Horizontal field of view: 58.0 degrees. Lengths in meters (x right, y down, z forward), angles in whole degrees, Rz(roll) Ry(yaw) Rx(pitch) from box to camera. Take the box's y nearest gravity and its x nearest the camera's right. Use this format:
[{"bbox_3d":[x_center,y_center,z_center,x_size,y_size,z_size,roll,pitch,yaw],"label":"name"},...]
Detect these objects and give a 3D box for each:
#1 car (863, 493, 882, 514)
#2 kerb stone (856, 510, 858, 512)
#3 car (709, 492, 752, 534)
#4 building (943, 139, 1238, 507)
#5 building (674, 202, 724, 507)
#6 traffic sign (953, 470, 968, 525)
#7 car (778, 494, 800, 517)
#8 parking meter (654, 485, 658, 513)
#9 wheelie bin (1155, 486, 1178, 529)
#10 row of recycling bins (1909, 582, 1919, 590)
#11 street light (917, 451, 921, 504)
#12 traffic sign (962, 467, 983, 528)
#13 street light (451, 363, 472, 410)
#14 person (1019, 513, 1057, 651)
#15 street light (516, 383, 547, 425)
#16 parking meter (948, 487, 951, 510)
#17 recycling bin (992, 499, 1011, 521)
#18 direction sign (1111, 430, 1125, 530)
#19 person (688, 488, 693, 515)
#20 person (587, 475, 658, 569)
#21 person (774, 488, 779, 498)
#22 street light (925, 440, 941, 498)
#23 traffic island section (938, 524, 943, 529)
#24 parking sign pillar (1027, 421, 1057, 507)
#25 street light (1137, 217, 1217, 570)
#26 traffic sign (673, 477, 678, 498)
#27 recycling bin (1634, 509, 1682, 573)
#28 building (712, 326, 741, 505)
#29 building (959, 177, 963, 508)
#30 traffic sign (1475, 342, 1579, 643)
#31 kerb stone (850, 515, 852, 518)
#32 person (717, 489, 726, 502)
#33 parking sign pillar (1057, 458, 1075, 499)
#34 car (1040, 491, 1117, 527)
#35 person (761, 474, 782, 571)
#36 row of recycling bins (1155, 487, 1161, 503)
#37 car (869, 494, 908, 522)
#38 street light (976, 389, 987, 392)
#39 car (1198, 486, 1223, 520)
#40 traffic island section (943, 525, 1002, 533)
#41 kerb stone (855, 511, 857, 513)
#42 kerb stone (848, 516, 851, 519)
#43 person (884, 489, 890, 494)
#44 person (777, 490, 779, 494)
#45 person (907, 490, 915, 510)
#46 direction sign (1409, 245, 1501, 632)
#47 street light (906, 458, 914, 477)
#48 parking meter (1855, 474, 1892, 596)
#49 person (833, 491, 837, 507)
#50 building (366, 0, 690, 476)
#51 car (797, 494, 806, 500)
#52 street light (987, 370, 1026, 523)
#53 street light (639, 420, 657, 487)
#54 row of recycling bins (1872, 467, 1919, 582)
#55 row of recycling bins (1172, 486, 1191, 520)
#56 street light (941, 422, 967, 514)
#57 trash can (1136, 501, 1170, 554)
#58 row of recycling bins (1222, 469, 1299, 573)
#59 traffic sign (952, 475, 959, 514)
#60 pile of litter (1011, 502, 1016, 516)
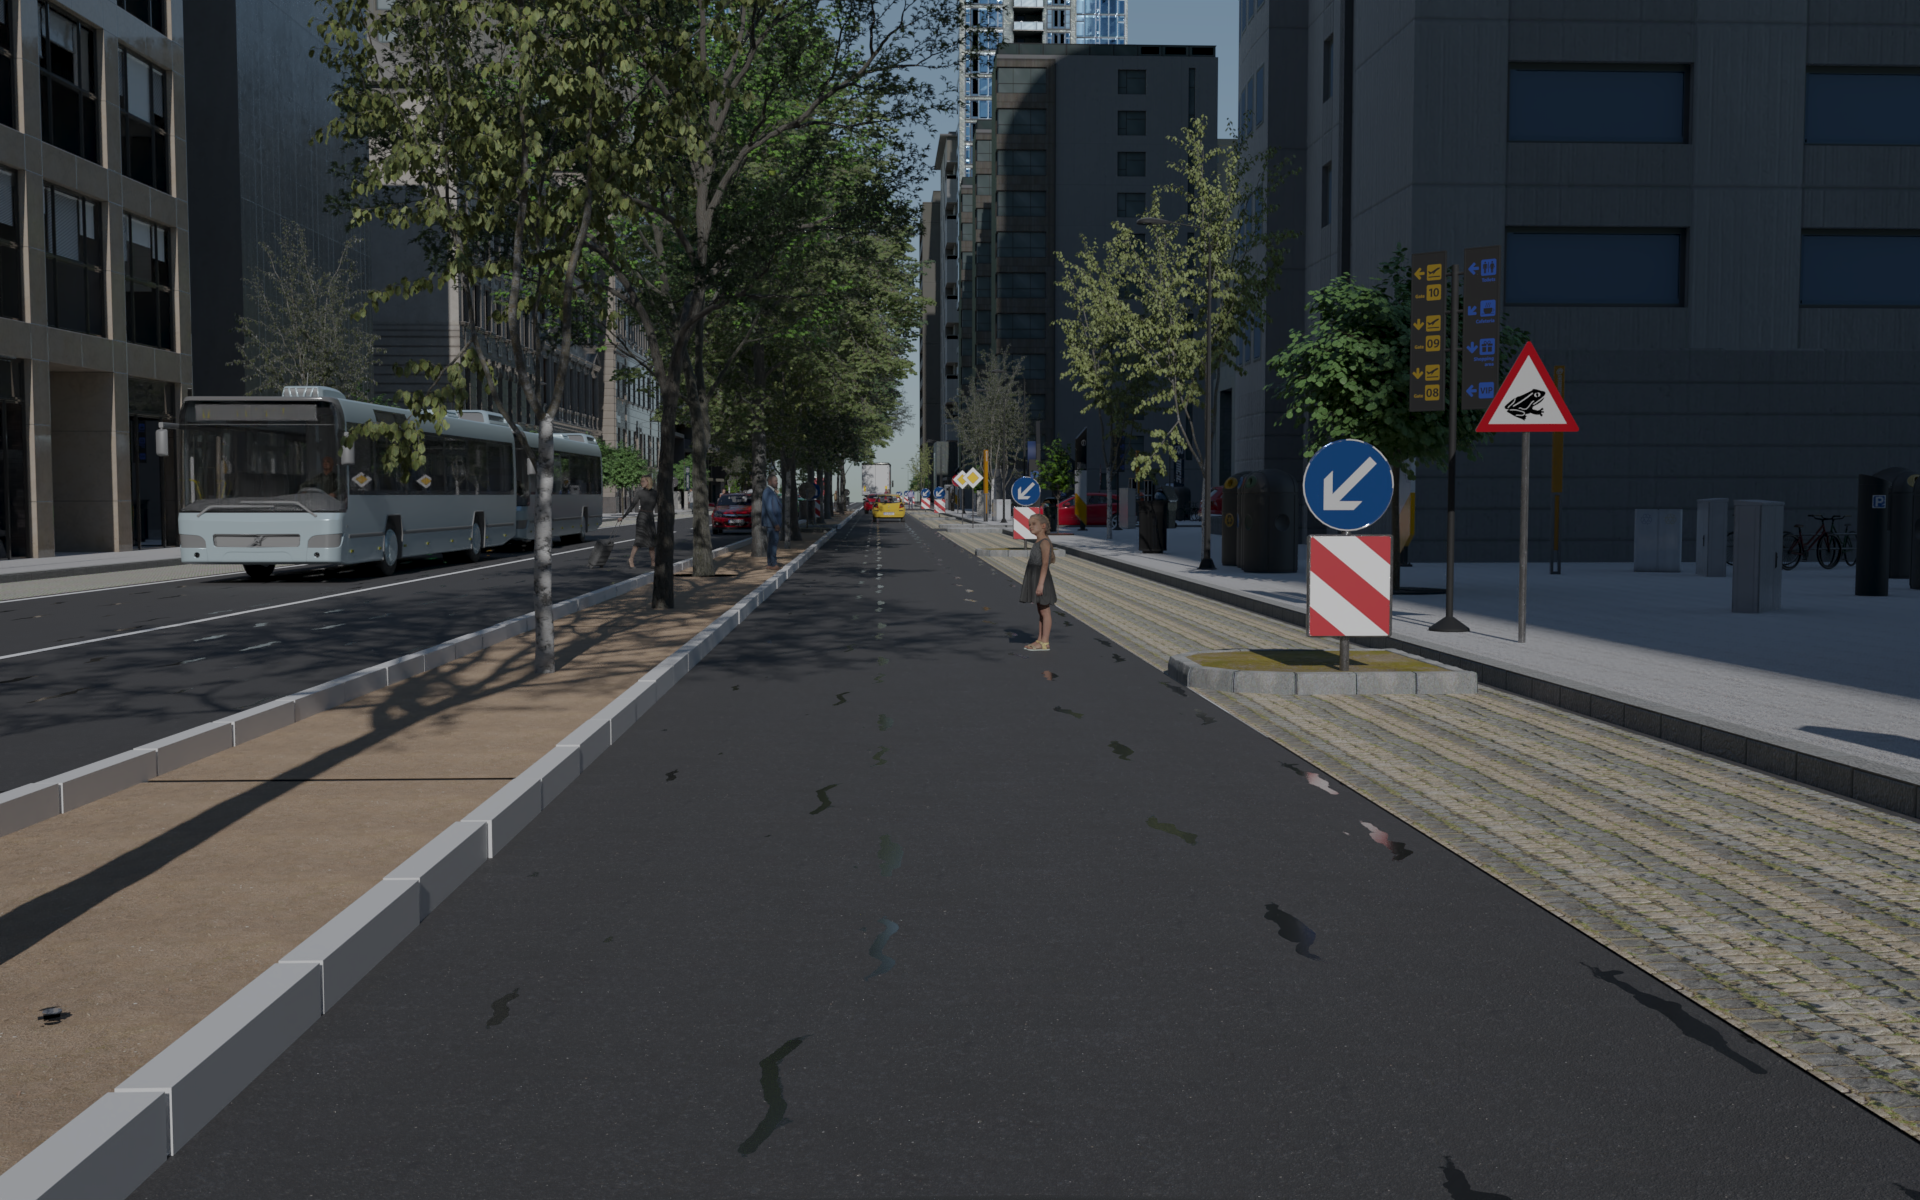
[{"bbox_3d":[-5.980,-7.101,125.142,2.155,1.783,4.494,0,4,-1],"label":"car"},{"bbox_3d":[-7.352,-6.011,120.482,0.120,0.150,1.000,0,4,-3],"label":"kerb stone"},{"bbox_3d":[-8.025,-3.292,62.870,2.155,1.783,4.494,0,4,-5],"label":"car"},{"bbox_3d":[14.505,-29.829,179.588,32.217,40.220,23.993,0,4,-3],"label":"building"},{"bbox_3d":[-37.576,-32.630,188.118,22.147,44.769,28.867,0,4,-3],"label":"building"},{"bbox_3d":[0.101,-4.231,72.826,0.795,2.450,0.064,0,4,-3],"label":"traffic sign"},{"bbox_3d":[-10.990,-6.148,109.322,1.959,1.807,4.718,0,4,-4],"label":"car"},{"bbox_3d":[-20.154,-6.682,114.962,0.255,1.863,0.399,0,4,-7],"label":"parking meter"},{"bbox_3d":[7.666,-3.466,64.585,0.693,1.594,0.980,3,5,44],"label":"wheelie bin"},{"bbox_3d":[14.515,-0.958,22.769,3.534,1.692,1.069,1,4,16],"label":"row of recycling bins"},{"bbox_3d":[-3.972,-13.181,188.044,1.470,5.913,1.316,0,4,-3],"label":"street light"},{"bbox_3d":[0.483,-3.744,64.851,0.795,2.450,0.064,0,4,-3],"label":"traffic sign"},{"bbox_3d":[-17.245,-5.397,60.778,1.470,5.913,1.316,0,4,-3],"label":"street light"},{"bbox_3d":[0.712,-0.167,15.908,0.373,1.253,0.362,-1,4,-11],"label":"person"},{"bbox_3d":[-17.897,-6.096,72.214,1.470,5.913,1.316,0,4,-3],"label":"street light"},{"bbox_3d":[-0.703,-7.969,135.997,0.399,1.863,0.255,-2,4,-29],"label":"parking meter"},{"bbox_3d":[1.954,-4.255,82.118,0.722,1.027,0.722,-1,4,-21],"label":"recycling bin"},{"bbox_3d":[5.606,-4.250,61.486,0.379,3.537,0.876,3,4,36],"label":"direction sign"},{"bbox_3d":[-17.976,-6.627,116.689,0.795,1.843,0.661,3,4,38],"label":"person"},{"bbox_3d":[-6.358,-1.503,33.285,1.509,1.804,0.699,1,4,22],"label":"person"},{"bbox_3d":[-10.506,-5.470,97.732,0.655,1.846,0.447,1,4,22],"label":"person"},{"bbox_3d":[-2.265,-10.989,152.205,1.470,5.913,1.316,0,4,-3],"label":"street light"},{"bbox_3d":[0.124,-3.096,72.905,2.009,0.180,2.903,0,4,-3],"label":"traffic island section"},{"bbox_3d":[2.721,-4.581,63.365,1.447,3.967,1.447,0,4,1],"label":"parking sign pillar"},{"bbox_3d":[3.664,-3.471,29.284,1.470,5.913,1.316,0,4,-3],"label":"street light"},{"bbox_3d":[-21.007,-7.749,126.804,0.768,2.556,0.104,0,4,3],"label":"traffic sign"},{"bbox_3d":[11.556,-0.986,28.683,0.722,1.027,0.722,1,4,22],"label":"recycling bin"},{"bbox_3d":[-34.273,-26.843,210.586,14.160,30.474,14.107,0,4,-3],"label":"building"},{"bbox_3d":[6.804,-23.779,160.482,14.160,30.474,14.107,0,4,-3],"label":"building"},{"bbox_3d":[4.847,-0.909,14.870,0.884,2.594,0.081,0,4,-1],"label":"traffic sign"},{"bbox_3d":[-6.132,-4.443,94.872,0.120,0.150,1.000,0,4,-3],"label":"kerb stone"},{"bbox_3d":[-15.767,-6.497,115.077,0.716,1.782,0.532,-2,4,-26],"label":"person"},{"bbox_3d":[5.789,-6.595,96.306,1.447,3.967,1.447,1,4,21],"label":"parking sign pillar"},{"bbox_3d":[4.731,-3.642,68.579,4.494,1.783,2.155,0,4,-2],"label":"car"},{"bbox_3d":[-3.518,-1.455,32.476,0.419,1.800,0.721,-1,4,-9],"label":"person"},{"bbox_3d":[12.320,-5.919,103.892,1.069,1.692,3.534,0,4,-5],"label":"row of recycling bins"},{"bbox_3d":[-3.708,-4.876,89.942,2.015,1.641,3.980,0,4,-3],"label":"car"},{"bbox_3d":[1.406,-6.372,76.723,1.470,5.913,1.316,0,4,-3],"label":"street light"},{"bbox_3d":[12.091,-3.663,68.570,5.304,1.827,2.281,0,4,-3],"label":"car"},{"bbox_3d":[0.506,-2.608,64.929,2.009,0.180,2.903,0,4,-3],"label":"traffic island section"},{"bbox_3d":[-7.159,-5.760,116.378,0.120,0.150,1.000,0,4,-3],"label":"kerb stone"},{"bbox_3d":[-5.940,-4.195,90.783,0.120,0.150,1.000,0,4,-3],"label":"kerb stone"},{"bbox_3d":[-5.456,-7.441,130.140,0.580,1.828,0.573,1,4,21],"label":"person"},{"bbox_3d":[-15.276,-8.304,144.692,0.534,1.772,0.576,-1,4,-19],"label":"person"},{"bbox_3d":[-4.255,-8.793,152.127,0.709,1.838,0.599,2,4,27],"label":"person"},{"bbox_3d":[4.586,-1.476,16.131,0.876,3.537,0.379,3,5,42],"label":"direction sign"},{"bbox_3d":[-6.250,-16.060,235.123,1.470,5.913,1.316,0,4,-3],"label":"street light"},{"bbox_3d":[11.515,-0.821,21.833,0.372,1.533,0.369,0,3,0],"label":"parking meter"},{"bbox_3d":[-13.550,-11.046,189.198,1.348,1.812,0.705,-2,4,-24],"label":"person"},{"bbox_3d":[-39.508,-34.871,159.375,28.713,52.752,27.495,0,4,-3],"label":"building"},{"bbox_3d":[-18.998,-11.748,203.882,2.131,1.459,4.920,0,4,-3],"label":"car"},{"bbox_3d":[1.873,-5.647,64.867,1.470,5.913,1.316,0,4,-3],"label":"street light"},{"bbox_3d":[-19.606,-8.347,109.014,1.470,5.913,1.316,0,4,-3],"label":"street light"},{"bbox_3d":[15.645,-1.175,26.320,3.534,1.692,1.069,1,4,11],"label":"row of recycling bins"},{"bbox_3d":[10.842,-4.809,85.733,1.069,1.692,3.534,0,4,4],"label":"row of recycling bins"},{"bbox_3d":[-0.297,-8.555,112.413,1.470,5.913,1.316,0,4,-3],"label":"street light"},{"bbox_3d":[4.171,-1.577,37.441,0.748,1.137,0.748,0,3,0],"label":"trash can"},{"bbox_3d":[5.153,-1.379,29.660,1.069,1.692,3.534,0,4,1],"label":"row of recycling bins"},{"bbox_3d":[-0.143,-6.982,114.260,0.768,2.556,0.104,0,4,1],"label":"traffic sign"},{"bbox_3d":[3.269,-5.261,99.987,1.176,0.858,1.719,0,4,5],"label":"pile of litter"}]
